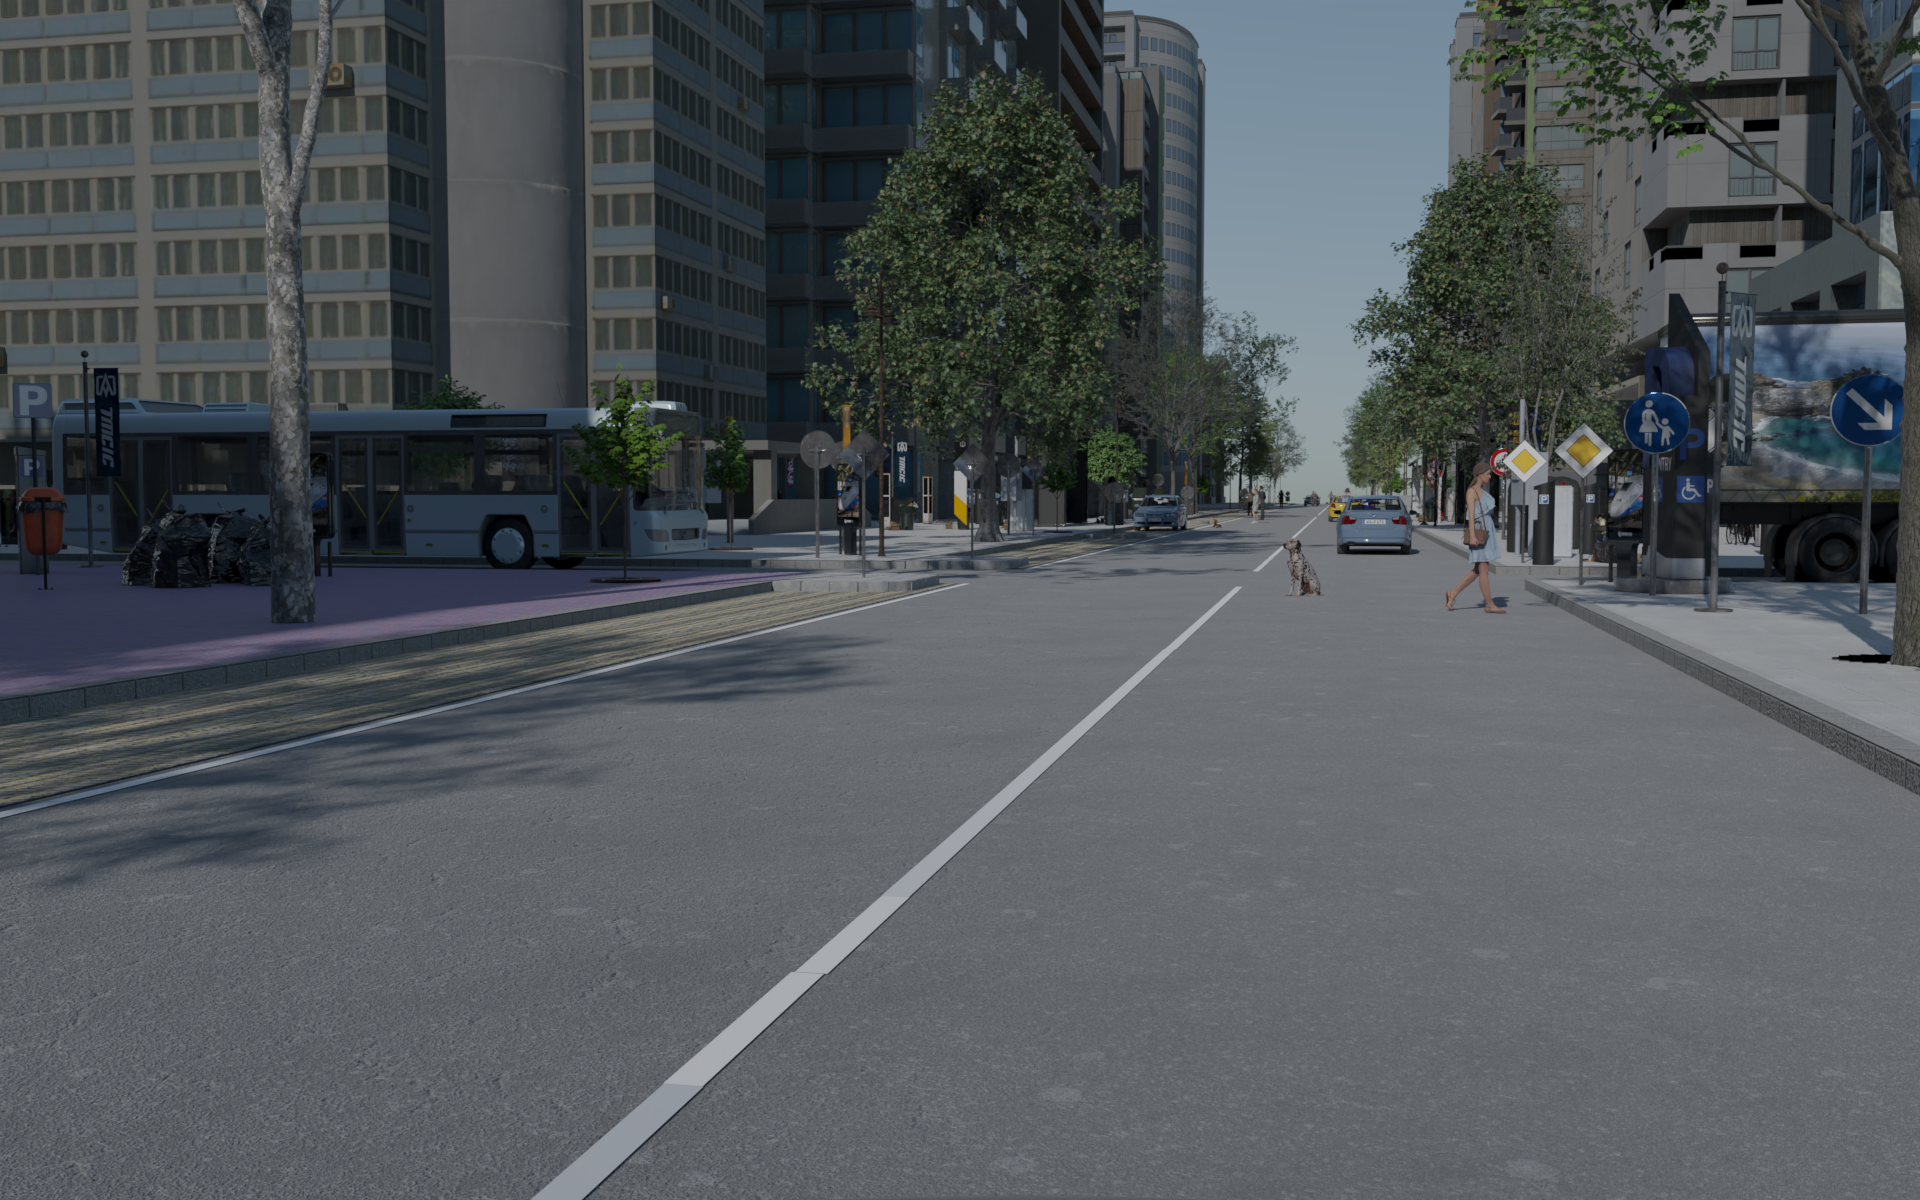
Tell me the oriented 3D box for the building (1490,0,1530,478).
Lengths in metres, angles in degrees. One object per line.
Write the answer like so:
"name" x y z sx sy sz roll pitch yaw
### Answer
"building" 54.363 -29.608 138.721 22.147 44.769 28.867 1 4 12

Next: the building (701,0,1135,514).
"building" -1.847 -27.753 145.644 32.217 40.220 23.993 1 4 12

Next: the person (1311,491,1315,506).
"person" 43.636 -12.576 214.097 1.348 1.826 0.705 3 5 43

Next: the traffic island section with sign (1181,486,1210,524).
"traffic island section with sign" 10.950 -4.556 83.113 1.989 1.847 2.006 1 4 12

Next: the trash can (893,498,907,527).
"trash can" -2.220 -3.348 66.386 0.748 1.137 0.748 0 3 0

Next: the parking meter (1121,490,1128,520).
"parking meter" 8.226 -4.778 86.525 0.372 1.533 0.369 0 3 0

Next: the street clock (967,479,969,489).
"street clock" 0.291 -4.696 81.349 0.358 2.002 0.471 0 4 3

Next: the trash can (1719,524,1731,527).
"trash can" 29.613 -3.379 66.903 0.748 1.137 0.748 0 3 0

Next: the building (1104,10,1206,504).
"building" 18.574 -41.146 214.737 21.231 58.520 28.212 1 4 12

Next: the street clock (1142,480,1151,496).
"street clock" 9.260 -4.992 86.183 0.358 2.002 0.471 -2 4 -25

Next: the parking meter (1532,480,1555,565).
"parking meter" 10.555 -1.401 31.314 0.372 1.533 0.369 0 3 0

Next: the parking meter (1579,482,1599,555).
"parking meter" 13.389 -1.741 36.882 0.372 1.533 0.369 0 3 0

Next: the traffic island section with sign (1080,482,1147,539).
"traffic island section with sign" 5.012 -2.905 56.128 1.989 1.847 2.006 1 4 12

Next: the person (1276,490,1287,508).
"person" 33.654 -10.587 181.224 1.348 1.869 0.705 3 5 44

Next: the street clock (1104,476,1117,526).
"street clock" 6.085 -4.009 70.120 0.471 2.002 0.358 -2 4 -35

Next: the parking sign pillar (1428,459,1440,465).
"parking sign pillar" 27.874 -6.958 102.240 1.447 3.967 1.447 0 4 -5

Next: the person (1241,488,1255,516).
"person" 18.738 -6.304 111.584 1.348 1.823 0.705 0 3 0

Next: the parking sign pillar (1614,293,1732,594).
"parking sign pillar" 9.389 -2.095 22.719 1.447 3.967 1.447 0 4 5

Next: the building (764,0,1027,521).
"building" -8.662 -29.164 96.435 23.786 49.044 30.456 1 4 12

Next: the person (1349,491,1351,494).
"person" 35.012 -8.975 156.037 0.742 1.727 0.445 -1 4 -18

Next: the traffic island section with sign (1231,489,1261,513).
"traffic island section with sign" 21.591 -7.506 131.357 1.989 1.847 2.006 1 4 12

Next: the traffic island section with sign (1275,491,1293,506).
"traffic island section with sign" 39.495 -12.476 212.605 1.989 1.847 2.006 1 4 12

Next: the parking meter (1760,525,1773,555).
"parking meter" 17.089 -1.719 36.515 0.372 1.533 0.369 0 3 0

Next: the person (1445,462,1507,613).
"person" 6.217 -0.753 20.903 0.778 1.811 0.616 3 4 38

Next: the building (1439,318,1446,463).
"building" 71.435 -33.722 234.942 14.154 41.232 14.086 1 4 12

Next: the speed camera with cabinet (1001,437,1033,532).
"speed camera with cabinet" 1.960 -3.968 59.210 0.660 3.252 2.038 1 4 19

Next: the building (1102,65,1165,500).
"building" 11.313 -29.274 162.229 14.154 41.232 14.086 1 4 12

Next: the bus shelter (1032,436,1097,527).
"bus shelter" 4.262 -4.828 70.224 1.731 3.624 6.357 1 4 12

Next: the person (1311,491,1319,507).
"person" 39.624 -11.261 193.172 0.990 1.755 0.434 0 4 -2

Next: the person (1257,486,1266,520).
"person" 16.550 -5.347 95.286 0.474 1.900 0.648 2 4 24

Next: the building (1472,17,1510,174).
"building" 54.941 -31.222 160.585 14.600 45.320 14.200 1 4 12

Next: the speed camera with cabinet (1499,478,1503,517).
"speed camera with cabinet" 30.572 -6.228 96.169 0.660 3.252 2.038 0 4 -3

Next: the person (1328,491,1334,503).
"person" 46.366 -12.704 216.290 1.350 1.814 0.705 -2 4 -34

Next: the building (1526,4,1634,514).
"building" 45.750 -26.578 118.150 14.154 41.232 14.086 1 4 12

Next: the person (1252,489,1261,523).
"person" 14.525 -4.622 85.080 0.522 1.701 0.512 0 4 -3

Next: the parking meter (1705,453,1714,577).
"parking meter" 10.490 -1.152 24.552 0.399 1.863 0.255 -3 4 -39

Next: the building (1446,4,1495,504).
"building" 70.607 -41.016 212.610 21.231 58.520 28.212 1 4 12

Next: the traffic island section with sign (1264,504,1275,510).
"traffic island section with sign" 27.399 -9.118 157.705 1.989 1.847 2.006 1 4 12

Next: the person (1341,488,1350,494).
"person" 21.604 -5.410 97.226 0.793 1.790 0.793 -3 5 -39

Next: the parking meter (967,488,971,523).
"parking meter" 0.488 -4.147 76.216 0.372 1.533 0.369 0 3 0

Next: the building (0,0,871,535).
"building" -20.686 -22.705 63.108 32.217 40.220 23.993 1 4 12

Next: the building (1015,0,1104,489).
"building" -1.907 -30.483 122.105 21.300 48.544 21.600 1 4 12

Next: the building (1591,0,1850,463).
"building" 46.475 -30.198 82.972 28.713 52.752 27.495 1 4 12

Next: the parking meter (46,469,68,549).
"parking meter" -20.900 -2.105 40.129 0.399 1.863 0.255 -1 4 -15

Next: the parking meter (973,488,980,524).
"parking meter" 0.828 -3.984 73.554 0.372 1.533 0.369 0 3 0

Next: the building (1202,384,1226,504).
"building" 22.736 -24.443 244.686 27.650 21.520 28.899 1 4 12

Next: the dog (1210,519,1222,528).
"dog" 10.766 -3.230 73.000 0.550 0.427 0.748 1 4 19

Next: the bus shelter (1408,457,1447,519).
"bus shelter" 24.693 -5.950 91.211 2.014 3.302 5.546 1 4 12

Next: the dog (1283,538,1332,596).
"dog" 4.941 -0.458 24.319 0.800 0.831 0.513 1 4 11

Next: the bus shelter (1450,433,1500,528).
"bus shelter" 20.375 -4.740 68.775 1.731 3.624 6.357 1 4 13

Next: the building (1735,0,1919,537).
"building" 38.488 -44.778 44.789 31.000 86.520 22.319 1 4 12

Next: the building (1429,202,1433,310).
"building" 74.863 -36.671 249.677 14.600 45.320 14.200 1 4 12
